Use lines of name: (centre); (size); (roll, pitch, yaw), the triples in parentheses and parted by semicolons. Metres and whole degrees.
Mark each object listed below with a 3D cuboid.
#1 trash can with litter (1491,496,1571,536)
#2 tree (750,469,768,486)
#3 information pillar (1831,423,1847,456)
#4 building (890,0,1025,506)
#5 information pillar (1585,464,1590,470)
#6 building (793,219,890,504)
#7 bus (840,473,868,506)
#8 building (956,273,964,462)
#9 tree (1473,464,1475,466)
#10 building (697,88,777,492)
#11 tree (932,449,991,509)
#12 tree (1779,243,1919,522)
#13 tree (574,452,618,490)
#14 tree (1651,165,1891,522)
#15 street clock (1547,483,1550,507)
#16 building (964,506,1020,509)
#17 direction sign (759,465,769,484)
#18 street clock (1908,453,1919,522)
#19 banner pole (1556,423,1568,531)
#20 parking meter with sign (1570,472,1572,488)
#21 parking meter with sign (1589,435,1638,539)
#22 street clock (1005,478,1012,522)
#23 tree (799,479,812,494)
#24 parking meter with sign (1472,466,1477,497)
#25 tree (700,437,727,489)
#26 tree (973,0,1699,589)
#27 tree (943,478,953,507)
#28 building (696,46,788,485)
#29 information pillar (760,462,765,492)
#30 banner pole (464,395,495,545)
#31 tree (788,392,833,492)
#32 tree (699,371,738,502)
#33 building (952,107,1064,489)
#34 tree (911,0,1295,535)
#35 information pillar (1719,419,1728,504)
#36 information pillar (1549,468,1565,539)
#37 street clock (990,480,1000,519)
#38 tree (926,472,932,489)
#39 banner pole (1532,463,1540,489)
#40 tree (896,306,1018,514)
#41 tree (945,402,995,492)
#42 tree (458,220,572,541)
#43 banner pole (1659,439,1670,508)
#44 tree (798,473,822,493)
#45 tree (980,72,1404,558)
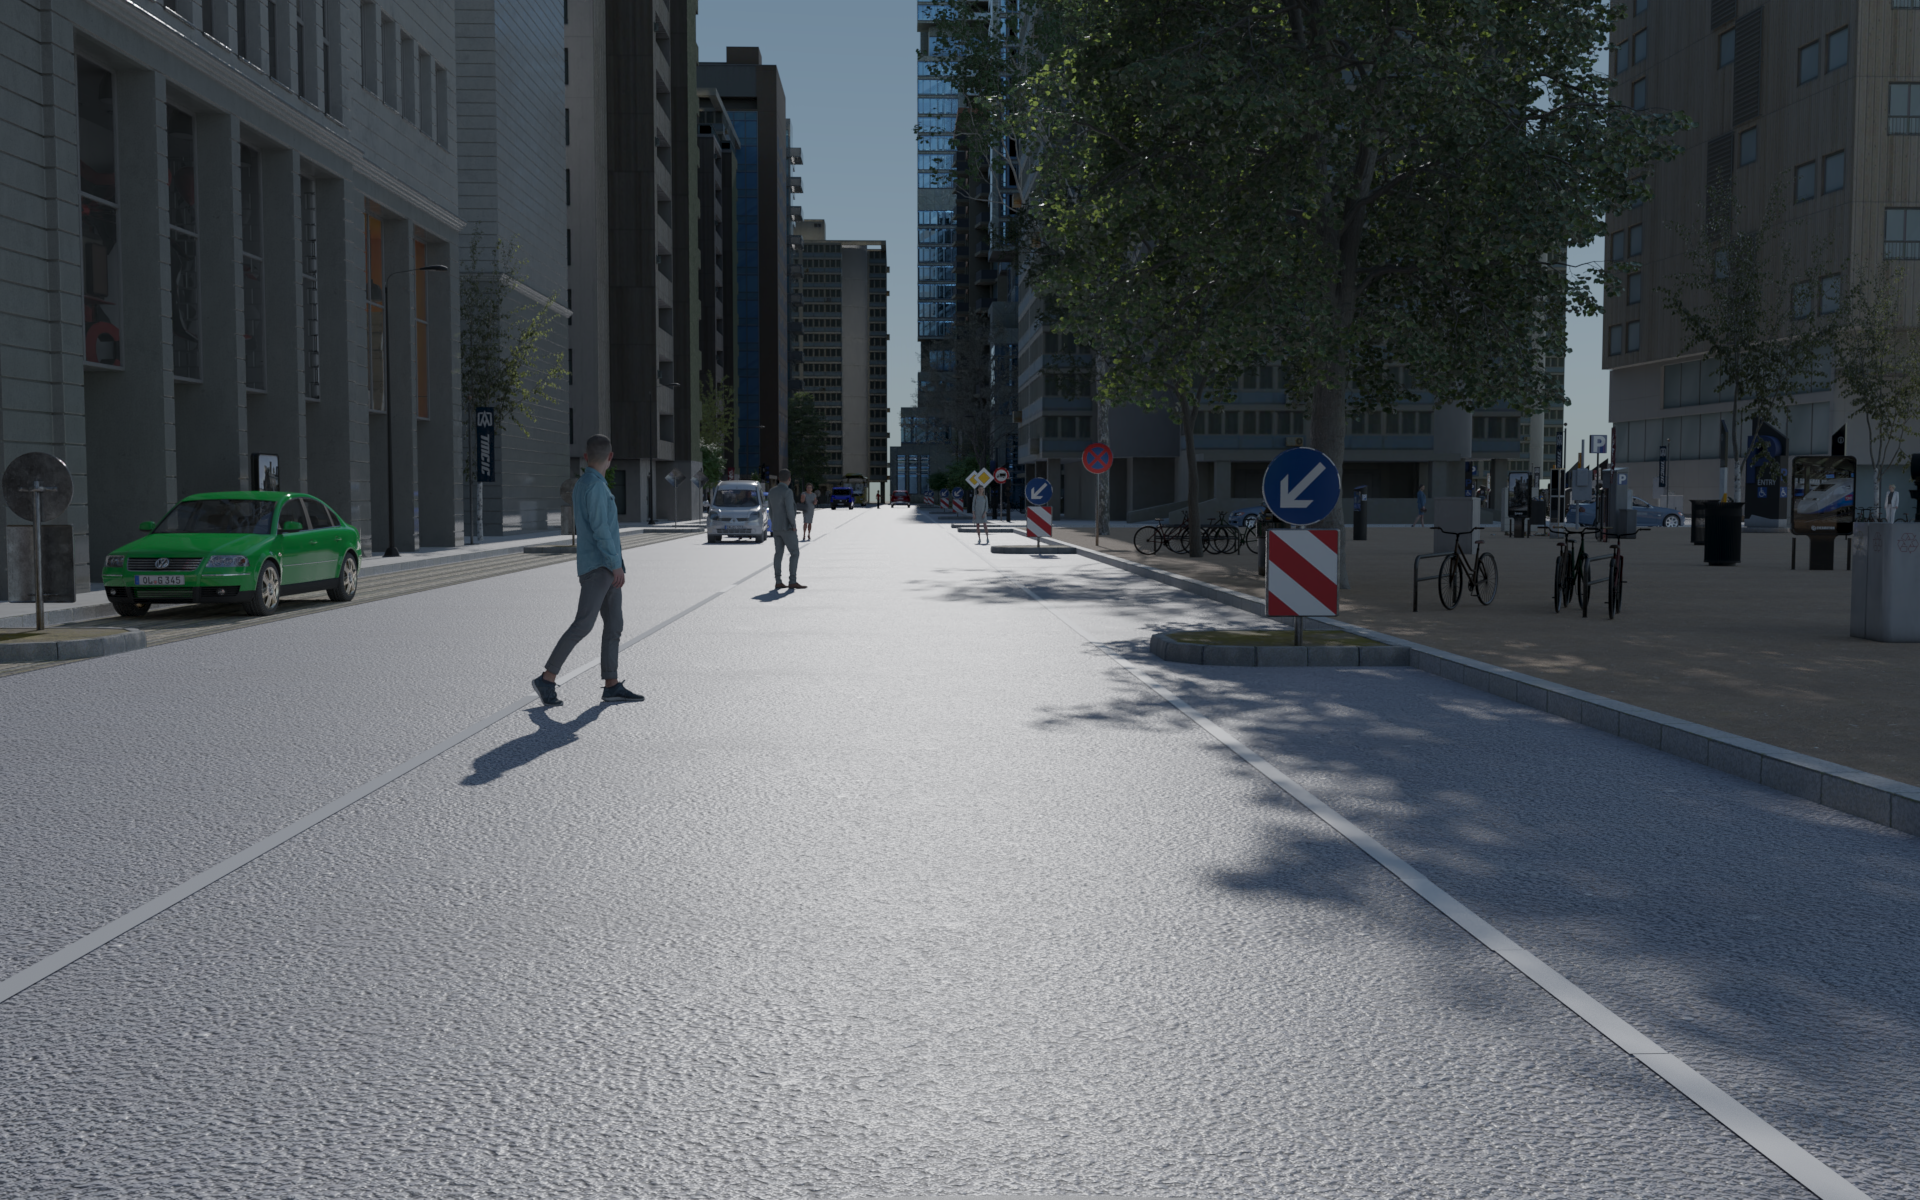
trash can with litter: (17.441, -2.578, 53.203); (1.678, 1.210, 2.233); (-3, 5, -42)
tree: (-15.702, -8.425, 132.344); (1.663, 3.219, 1.824); (0, 3, 0)
information pillar: (29.102, -4.038, 57.380); (0.183, 3.616, 0.504); (-2, 4, -31)
building: (5.645, -56.854, 242.239); (31.000, 86.520, 22.319); (0, 4, -2)
information pillar: (49.232, -8.857, 136.165); (0.504, 3.616, 0.183); (2, 4, 27)
building: (-22.010, -33.985, 247.541); (23.993, 40.220, 32.217); (0, 4, -2)
bus: (-12.368, -13.017, 204.370); (2.896, 3.916, 12.252); (0, 4, -1)
building: (6.395, -27.210, 216.576); (14.160, 30.474, 14.107); (0, 4, -2)
tree: (31.415, -7.799, 111.231); (4.285, 4.588, 4.351); (0, 3, 0)
building: (-33.415, -28.549, 158.662); (32.217, 40.220, 23.993); (0, 4, -2)
tree: (1.264, -8.459, 122.019); (4.285, 4.588, 4.351); (0, 3, 0)
tree: (27.811, -6.222, 52.098); (4.360, 8.622, 3.978); (0, 3, 0)
tree: (-13.846, -4.356, 65.818); (1.663, 3.219, 1.824); (0, 3, 0)
tree: (17.915, -5.432, 39.170); (4.360, 8.622, 3.978); (0, 3, 0)
street clock: (38.935, -6.709, 114.262); (0.358, 2.002, 0.471); (3, 4, 39)
building: (11.550, -52.001, 162.879); (22.319, 86.520, 31.000); (0, 4, -2)
direction sign: (-15.473, -8.864, 136.928); (0.876, 3.537, 0.379); (1, 4, 16)
street clock: (17.033, -1.602, 30.767); (0.358, 2.002, 0.471); (3, 5, 40)
banner pole: (21.139, -4.335, 60.900); (0.401, 3.779, 0.863); (-1, 4, -9)
parking meter with sign: (50.988, -9.024, 143.804); (1.738, 3.016, 0.543); (-1, 4, -21)
parking meter with sign: (18.948, -3.295, 50.131); (0.543, 3.016, 1.738); (-1, 4, -15)
street clock: (2.247, -4.632, 80.306); (0.358, 2.002, 0.471); (1, 4, 8)
tree: (-17.796, -12.451, 198.173); (1.663, 3.219, 1.824); (0, 3, 0)
parking meter with sign: (31.586, -6.770, 106.953); (0.543, 3.016, 1.738); (1, 4, 17)
tree: (-14.479, -6.828, 95.355); (4.285, 4.588, 4.351); (0, 3, 0)
tree: (5.055, -7.129, 23.222); (9.857, 13.997, 8.962); (0, 3, 0)
tree: (-0.912, -10.970, 173.966); (1.663, 3.219, 1.824); (0, 3, 0)
building: (-25.148, -32.279, 177.878); (14.600, 45.320, 14.200); (0, 4, -2)
information pillar: (-14.563, -8.355, 127.959); (0.183, 3.616, 0.504); (2, 4, 28)
banner pole: (-12.140, -3.288, 43.768); (0.863, 3.779, 0.401); (0, 4, 3)
tree: (-17.789, -16.750, 191.989); (7.486, 12.596, 7.792); (0, 3, 0)
tree: (-14.828, -9.260, 101.761); (4.737, 8.622, 4.395); (0, 3, 0)
building: (10.312, -33.040, 194.820); (22.147, 44.769, 28.867); (0, 4, -2)
tree: (4.508, -12.001, 52.109); (12.611, 20.169, 13.585); (0, 3, 0)
information pillar: (23.877, -3.842, 54.170); (0.183, 3.616, 0.504); (0, 4, 7)
information pillar: (17.164, -2.769, 49.763); (0.304, 2.012, 0.304); (-3, 5, -39)
street clock: (1.762, -5.103, 88.004); (0.471, 2.002, 0.358); (2, 4, 32)
tree: (-2.685, -14.581, 222.119); (4.285, 4.588, 4.351); (0, 3, 0)
banner pole: (46.334, -9.149, 139.596); (0.863, 3.779, 0.401); (0, 4, 2)
tree: (1.365, -12.360, 112.454); (12.009, 13.543, 11.850); (0, 3, 0)
tree: (1.152, -11.436, 137.338); (4.360, 8.622, 3.978); (0, 3, 0)
tree: (-13.090, -5.956, 47.743); (4.360, 8.622, 3.978); (0, 3, 0)
banner pole: (32.067, -5.431, 78.819); (0.401, 3.779, 0.863); (-1, 4, -15)
tree: (-19.448, -14.778, 225.339); (4.285, 4.588, 4.351); (0, 3, 0)
tree: (4.785, -6.163, 35.170); (8.767, 10.594, 7.601); (0, 4, -6)
